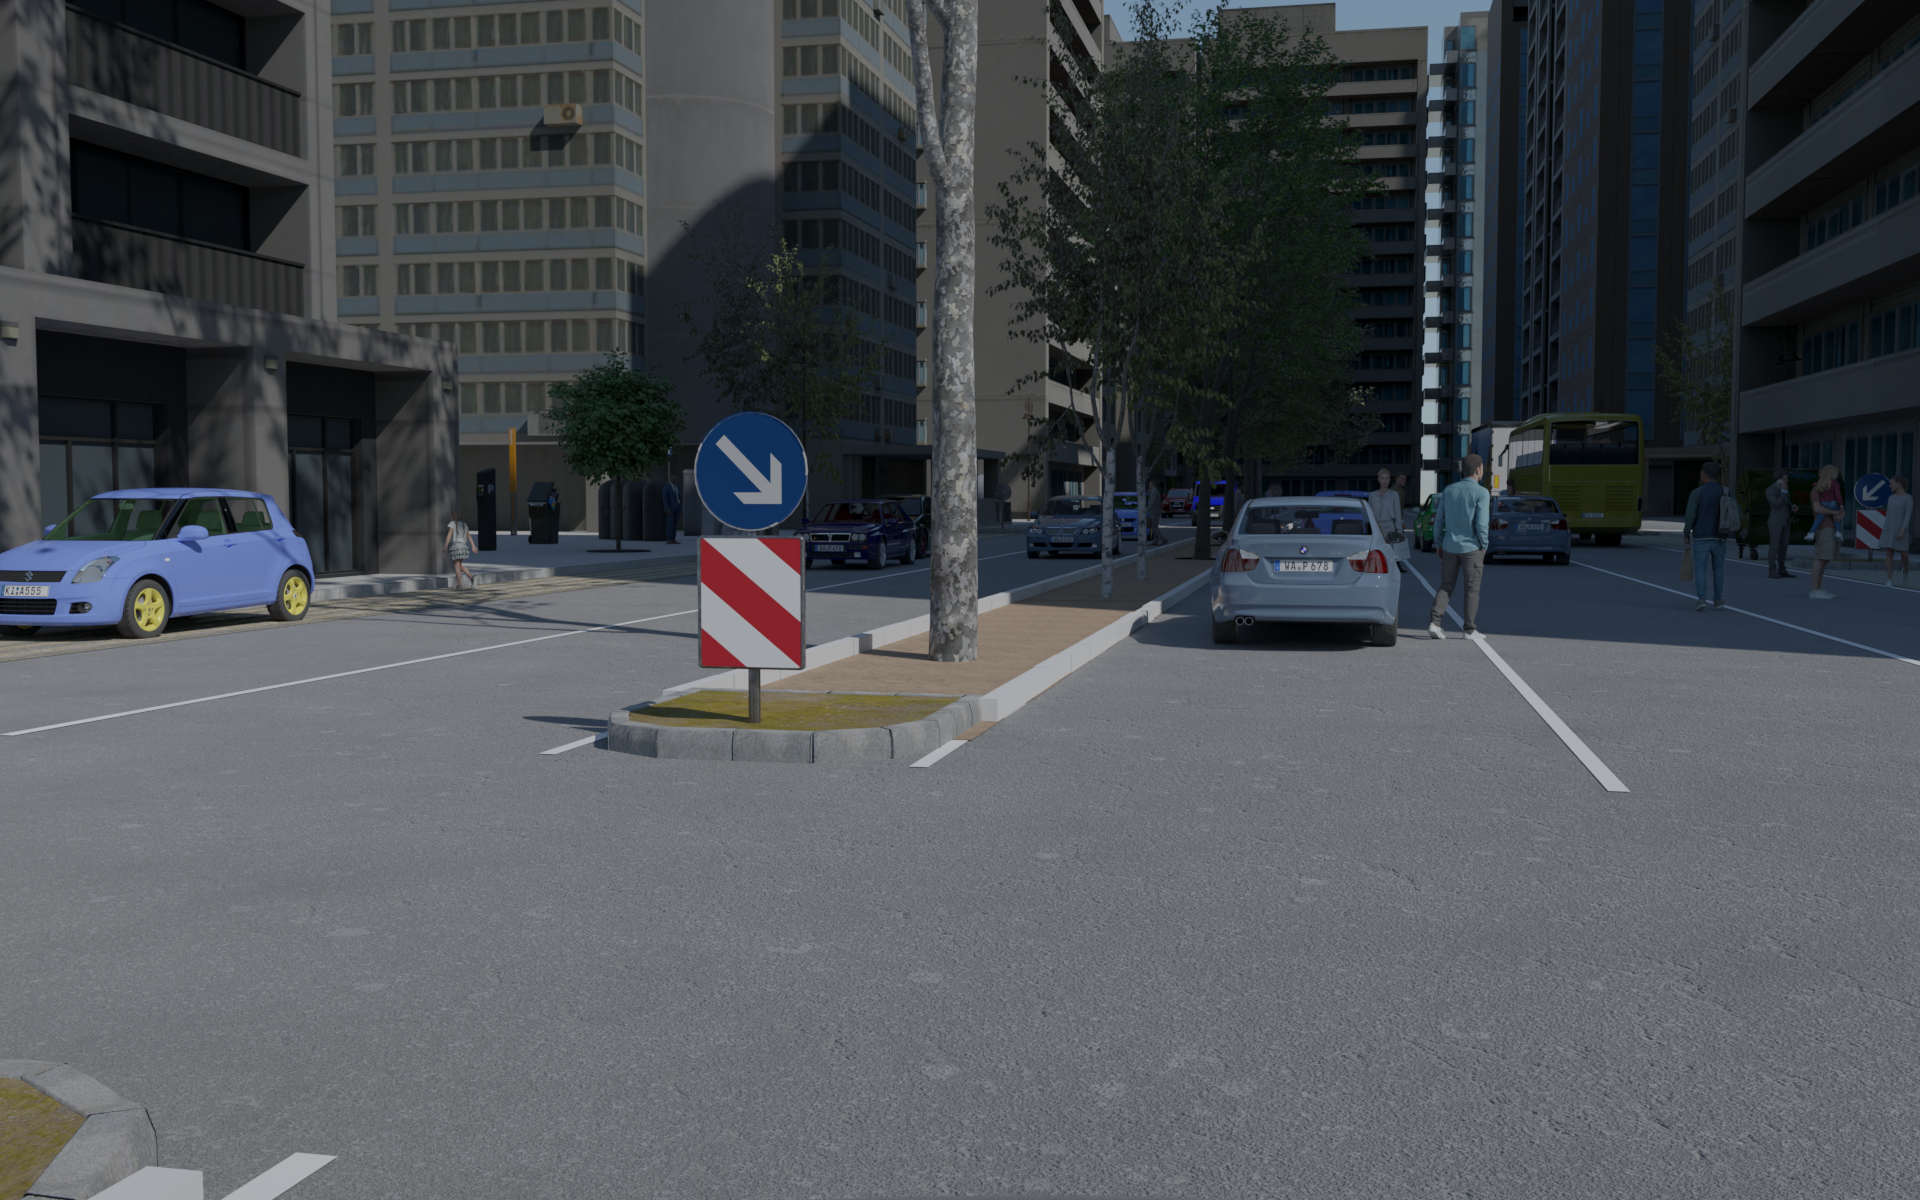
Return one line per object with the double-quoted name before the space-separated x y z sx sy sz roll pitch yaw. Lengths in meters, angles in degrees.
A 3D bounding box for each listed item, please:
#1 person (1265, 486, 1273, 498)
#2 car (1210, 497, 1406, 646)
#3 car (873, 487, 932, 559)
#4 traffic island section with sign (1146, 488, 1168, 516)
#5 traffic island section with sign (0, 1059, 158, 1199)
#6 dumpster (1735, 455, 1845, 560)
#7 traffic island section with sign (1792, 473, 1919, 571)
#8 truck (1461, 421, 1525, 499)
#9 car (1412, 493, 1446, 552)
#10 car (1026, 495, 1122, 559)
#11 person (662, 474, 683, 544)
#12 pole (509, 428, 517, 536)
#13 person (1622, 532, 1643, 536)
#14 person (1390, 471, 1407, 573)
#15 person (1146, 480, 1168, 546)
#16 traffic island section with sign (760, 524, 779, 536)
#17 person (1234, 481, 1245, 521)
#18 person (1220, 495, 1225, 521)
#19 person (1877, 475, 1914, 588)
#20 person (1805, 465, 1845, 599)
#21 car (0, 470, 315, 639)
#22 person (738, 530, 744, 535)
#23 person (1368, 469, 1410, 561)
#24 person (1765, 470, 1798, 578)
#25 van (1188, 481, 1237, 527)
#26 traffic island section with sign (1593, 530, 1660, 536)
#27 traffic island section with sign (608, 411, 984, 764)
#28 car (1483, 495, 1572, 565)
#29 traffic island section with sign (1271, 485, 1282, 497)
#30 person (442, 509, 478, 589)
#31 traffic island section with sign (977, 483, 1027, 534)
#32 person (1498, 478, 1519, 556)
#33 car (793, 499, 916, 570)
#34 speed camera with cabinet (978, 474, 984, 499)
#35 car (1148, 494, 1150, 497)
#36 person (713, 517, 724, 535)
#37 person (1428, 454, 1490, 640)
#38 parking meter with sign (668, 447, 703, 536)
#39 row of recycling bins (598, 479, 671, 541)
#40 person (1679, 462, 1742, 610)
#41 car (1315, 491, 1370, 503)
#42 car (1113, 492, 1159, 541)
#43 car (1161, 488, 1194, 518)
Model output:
"person" 13.932 -4.245 78.026 0.853 1.813 0.709 -1 4 -21
"car" 3.537 -0.348 17.700 2.014 1.417 4.499 1 4 12
"car" -1.383 -1.822 39.584 2.009 1.686 4.222 1 4 11
"traffic island section with sign" 12.464 -6.362 112.643 1.989 1.847 2.006 1 4 12
"traffic island section with sign" -2.626 0.315 2.979 2.006 1.907 1.989 1 4 12
"dumpster" 17.929 -1.992 37.526 1.985 2.255 1.502 1 4 11
"traffic island section with sign" 17.194 -1.508 33.280 1.989 1.847 2.006 1 4 12
"truck" 22.677 -5.078 71.940 2.839 4.237 11.283 1 4 11
"car" 12.482 -2.140 43.791 1.959 1.807 4.718 1 4 11
"car" 2.684 -1.706 39.890 2.014 1.417 4.499 1 4 12
"person" -7.391 -2.340 44.483 0.419 1.800 0.721 2 4 30
"pole" -13.829 -3.654 53.594 0.158 3.312 0.155 0 3 0
"person" 22.837 -3.088 58.856 0.748 1.841 0.638 1 4 15
"person" 7.851 -1.397 31.248 0.836 1.842 0.656 -2 4 -34
"person" 5.366 -2.407 47.975 0.853 1.813 0.709 1 4 12
"traffic island section with sign" -4.285 -1.722 36.780 1.989 1.847 2.006 1 4 12
"person" 7.872 -2.469 49.143 0.850 1.792 0.678 0 4 1
"person" 8.184 -2.698 52.712 0.767 1.812 0.694 2 4 34
"person" 14.473 -1.070 26.752 0.466 1.731 0.760 3 4 38
"person" 11.850 -0.932 23.708 0.573 1.828 0.580 0 3 0
"car" -8.528 -0.533 18.304 1.945 1.707 3.694 1 4 13
"person" -6.344 -2.541 51.829 0.590 1.304 0.306 0 4 -5
"person" 5.924 -0.929 24.041 0.624 1.780 0.694 -3 5 -43
"person" 14.035 -1.297 29.505 0.655 1.846 0.447 -2 4 -35
"van" 11.431 -4.463 77.353 2.240 2.365 5.245 1 4 12
"traffic island section with sign" 23.148 -3.160 60.287 1.989 1.847 2.006 1 4 12
"traffic island section with sign" -1.019 -0.127 10.210 2.006 1.907 1.989 1 4 12
"car" 11.759 -1.493 36.405 2.014 1.417 4.499 1 4 13
"traffic island section with sign" 15.177 -4.615 83.590 2.006 1.907 1.989 1 4 12
"person" -7.508 -0.761 25.955 0.382 1.210 0.505 2 4 31
"traffic island section with sign" 1.519 -3.332 63.105 1.989 1.847 2.006 1 4 12
"person" 12.771 -1.932 40.185 0.616 1.811 0.778 2 4 28
"car" -2.046 -1.315 34.079 1.945 1.354 3.894 1 4 12
"speed camera with cabinet" 0.920 -5.369 82.126 0.660 3.252 2.038 0 4 -8
"car" 11.001 -5.948 106.845 1.945 1.707 3.694 1 4 13
"person" -6.120 -2.315 43.990 0.391 1.810 0.635 2 4 25
"person" 4.903 -0.522 17.057 0.620 1.820 0.660 -3 5 -41
"parking meter with sign" -8.076 -3.465 52.915 1.738 3.016 0.543 0 4 3
"row of recycling bins" -9.074 -2.517 48.272 1.069 1.692 3.534 -3 4 -37
"person" 9.157 -0.782 21.274 0.794 1.824 0.713 2 4 26
"car" 7.877 -1.588 35.547 1.945 1.707 3.694 1 4 14
"car" 5.279 -2.736 54.322 1.945 1.707 3.694 1 4 11
"car" 13.299 -5.819 103.818 2.281 1.827 5.304 1 4 14
